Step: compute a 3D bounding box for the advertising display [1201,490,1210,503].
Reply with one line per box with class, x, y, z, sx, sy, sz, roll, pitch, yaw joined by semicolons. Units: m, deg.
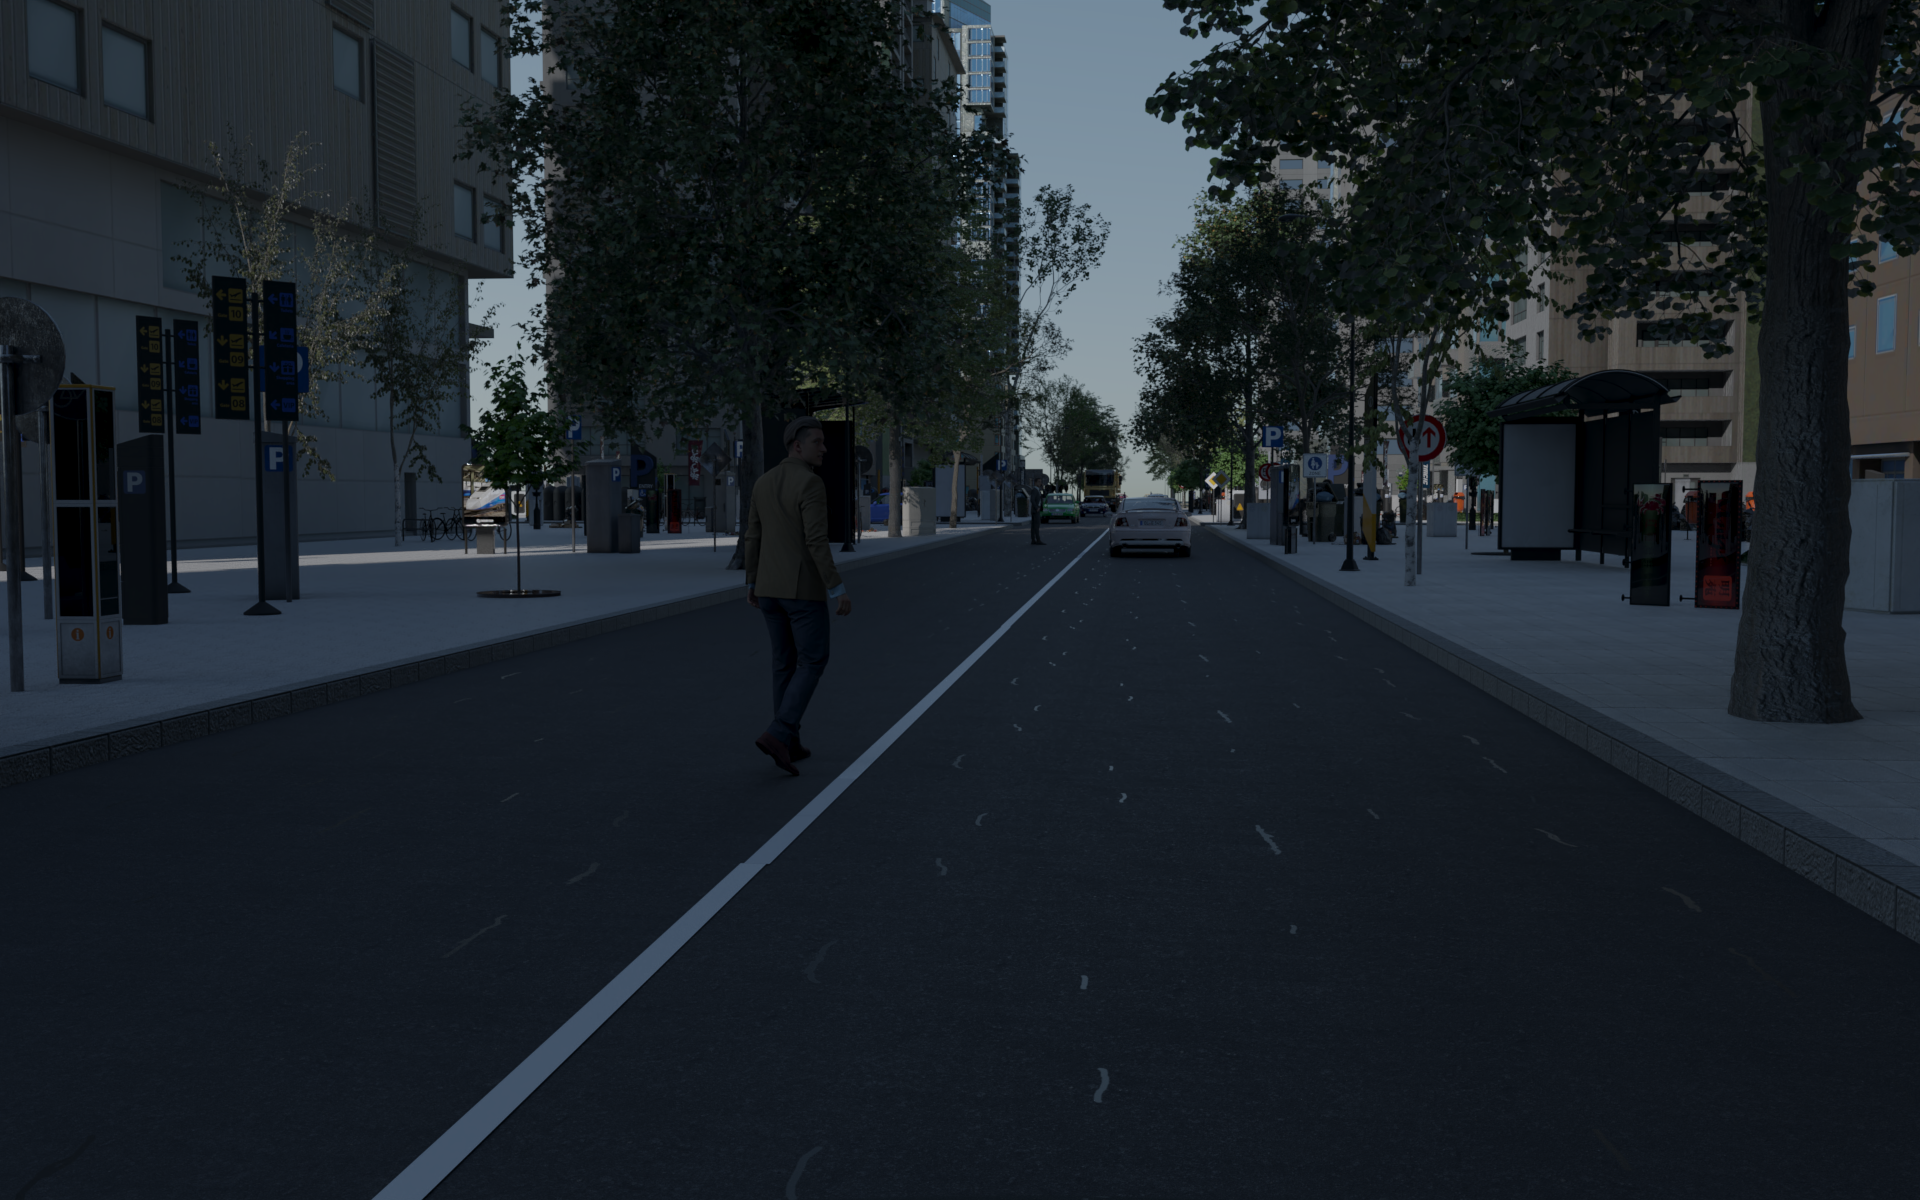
advertising display;20.833;-8.651;146.657;0.974;1.923;0.123;-2;4;-32

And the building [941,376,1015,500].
building;-6.240;-25.972;269.677;27.650;21.520;28.899;0;4;6

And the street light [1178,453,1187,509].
street light;14.875;-8.471;111.045;1.470;5.913;1.316;0;4;6

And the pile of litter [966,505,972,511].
pile of litter;0.147;-7.103;130.097;1.719;0.858;1.176;1;4;9

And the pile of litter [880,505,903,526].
pile of litter;-2.662;-3.456;70.471;1.176;0.858;1.719;3;5;43

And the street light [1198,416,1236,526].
street light;10.443;-5.963;70.040;1.470;5.913;1.316;0;4;6

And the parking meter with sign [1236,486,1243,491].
parking meter with sign;18.957;-7.453;118.109;1.738;3.016;0.543;0;4;-1

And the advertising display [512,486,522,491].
advertising display;-31.023;-7.085;121.053;0.974;1.923;0.123;2;4;32

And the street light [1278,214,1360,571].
street light;5.976;-3.443;28.839;1.470;5.913;1.316;0;4;6

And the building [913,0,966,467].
building;-14.790;-36.834;191.474;28.713;52.752;27.495;0;4;6

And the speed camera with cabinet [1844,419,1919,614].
speed camera with cabinet;9.962;-1.531;19.360;0.660;3.252;2.038;-1;4;-12

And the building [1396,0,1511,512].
building;46.365;-31.217;129.998;23.786;49.044;30.456;0;4;6

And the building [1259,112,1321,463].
building;57.962;-44.728;273.298;21.231;58.520;28.212;0;4;6

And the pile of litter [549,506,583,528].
pile of litter;-14.898;-3.148;65.429;1.176;0.858;1.719;-2;4;-25

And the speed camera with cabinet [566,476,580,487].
speed camera with cabinet;-19.000;-5.739;88.175;2.038;3.252;0.660;-1;4;-16

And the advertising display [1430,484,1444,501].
advertising display;30.148;-6.378;109.493;0.974;1.923;0.123;-2;4;-24

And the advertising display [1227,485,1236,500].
advertising display;15.924;-5.912;101.877;0.123;1.923;0.974;-2;4;-26

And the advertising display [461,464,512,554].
advertising display;-10.128;-1.941;36.948;0.974;1.923;0.123;0;4;3

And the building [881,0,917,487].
building;-13.063;-44.525;166.232;20.563;71.187;20.611;0;4;6

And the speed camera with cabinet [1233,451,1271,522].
speed camera with cabinet;13.647;-5.270;80.503;2.038;3.252;0.660;2;4;30

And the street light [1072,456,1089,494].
street light;10.623;-11.185;155.411;1.470;5.913;1.316;0;4;6

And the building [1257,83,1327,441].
building;60.076;-52.569;297.760;20.563;71.187;20.611;0;4;6

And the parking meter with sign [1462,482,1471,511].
parking meter with sign;32.662;-7.102;112.377;0.543;3.016;1.738;-1;4;-14

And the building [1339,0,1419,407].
building;46.971;-38.169;166.057;21.231;58.520;28.212;0;4;6

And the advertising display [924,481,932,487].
advertising display;-1.499;-4.768;83.166;0.123;1.923;0.974;1;4;23

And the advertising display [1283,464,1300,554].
advertising display;7.121;-1.957;37.210;0.123;1.923;0.974;2;4;25

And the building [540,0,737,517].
building;-15.575;-25.597;102.113;14.154;41.232;14.086;0;4;6

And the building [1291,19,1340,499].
building;50.219;-53.968;195.055;22.319;86.520;31.000;0;4;6

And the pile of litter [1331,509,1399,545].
pile of litter;10.246;-1.835;43.969;1.719;0.858;1.176;0;4;8

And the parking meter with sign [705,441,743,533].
parking meter with sign;-7.834;-3.755;57.657;1.738;3.016;0.543;3;5;43

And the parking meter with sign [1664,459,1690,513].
parking meter with sign;36.096;-5.519;86.499;1.738;3.016;0.543;1;4;21

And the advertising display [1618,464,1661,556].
advertising display;14.157;-1.892;36.140;0.974;1.923;0.123;-1;4;-17

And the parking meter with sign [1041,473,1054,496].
parking meter with sign;7.439;-9.042;144.104;1.738;3.016;0.543;3;4;37

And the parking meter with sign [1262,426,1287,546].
parking meter with sign;8.081;-2.897;43.633;0.543;3.016;1.738;0;4;-5

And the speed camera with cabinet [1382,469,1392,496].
speed camera with cabinet;33.733;-8.877;139.477;2.038;3.252;0.660;2;4;30

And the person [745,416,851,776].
person;-0.855;-0.039;9.043;0.656;1.842;0.836;1;4;13

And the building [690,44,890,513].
building;-13.790;-28.305;146.378;14.154;41.232;14.086;0;4;6

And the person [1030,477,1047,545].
person;2.232;-2.525;49.138;0.474;1.900;0.648;0;4;4

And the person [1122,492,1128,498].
person;23.156;-14.293;242.871;1.217;1.739;0.721;-3;5;-40

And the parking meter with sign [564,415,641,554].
parking meter with sign;-7.764;-2.536;37.720;1.738;3.016;0.543;2;4;25

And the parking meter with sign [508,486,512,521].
parking meter with sign;-21.966;-5.205;81.369;1.738;3.016;0.543;0;4;3

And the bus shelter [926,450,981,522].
bus shelter;-0.246;-5.375;81.812;2.014;3.302;5.546;0;4;6

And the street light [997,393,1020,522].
street light;2.409;-6.529;79.294;1.470;5.913;1.316;0;4;6

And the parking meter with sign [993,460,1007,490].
parking meter with sign;1.963;-5.655;88.719;0.543;3.016;1.738;-1;4;-10

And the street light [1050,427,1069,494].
street light;6.861;-9.051;120.519;1.470;5.913;1.316;0;4;6

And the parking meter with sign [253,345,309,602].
parking meter with sign;-8.337;-1.523;21.169;0.543;3.016;1.738;-2;4;-28

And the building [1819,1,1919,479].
building;32.411;-24.215;46.034;14.600;45.320;14.200;0;4;6

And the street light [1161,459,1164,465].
street light;27.464;-15.705;229.313;1.470;5.913;1.316;0;4;6

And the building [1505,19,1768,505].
building;38.086;-19.696;93.727;14.107;30.474;14.160;0;4;6

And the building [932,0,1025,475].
building;0.436;-60.215;297.179;22.319;86.520;31.000;0;4;6

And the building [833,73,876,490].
building;-14.017;-28.987;124.050;14.600;45.320;14.200;0;4;6

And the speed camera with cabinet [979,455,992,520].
speed camera with cabinet;1.298;-5.638;86.510;0.660;3.252;2.038;0;4;-2

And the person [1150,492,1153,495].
person;30.492;-16.424;276.903;0.709;1.838;0.599;-2;4;-33

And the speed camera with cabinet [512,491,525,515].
speed camera with cabinet;-25.837;-6.702;103.919;2.038;3.252;0.660;0;4;-7

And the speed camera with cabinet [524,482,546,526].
speed camera with cabinet;-17.194;-4.638;70.164;0.660;3.252;2.038;-1;4;-14

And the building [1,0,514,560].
building;-29.558;-27.953;46.274;27.495;52.752;28.713;0;4;6
